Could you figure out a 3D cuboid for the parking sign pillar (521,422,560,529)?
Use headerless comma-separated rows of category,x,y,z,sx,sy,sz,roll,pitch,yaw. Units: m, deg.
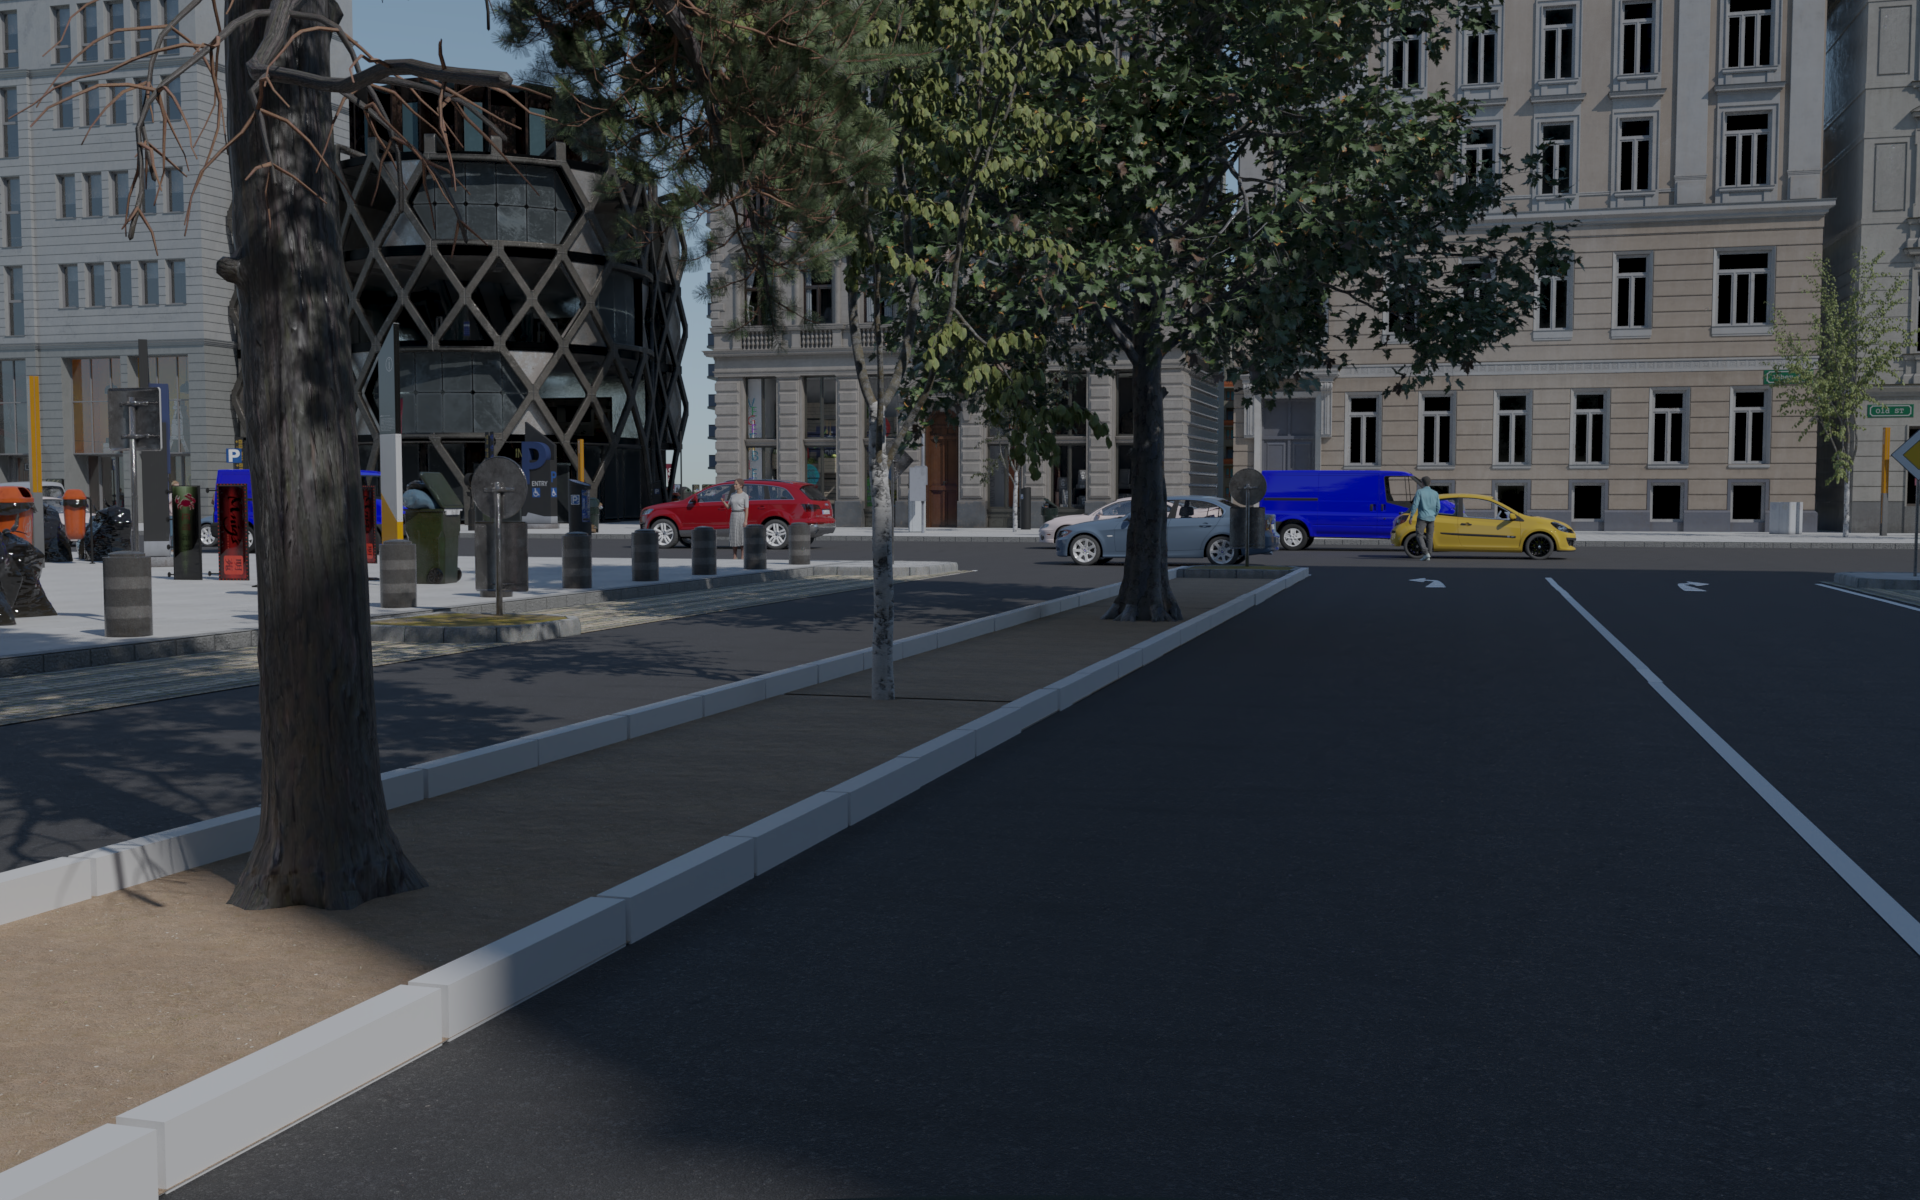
parking sign pillar,-15.604,-4.632,64.201,1.447,3.967,1.447,1,4,22

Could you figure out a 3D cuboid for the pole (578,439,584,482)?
pole,-14.128,-4.327,64.584,0.158,3.312,0.155,0,3,0

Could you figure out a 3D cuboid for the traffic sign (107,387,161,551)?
traffic sign,-7.945,-0.890,16.680,0.606,2.300,0.079,1,4,17

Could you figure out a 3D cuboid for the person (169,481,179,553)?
person,-18.558,-1.921,40.575,0.598,1.740,0.731,0,4,-5

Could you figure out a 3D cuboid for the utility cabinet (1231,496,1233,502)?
utility cabinet,17.940,-6.239,110.679,1.173,1.500,0.318,2,4,31

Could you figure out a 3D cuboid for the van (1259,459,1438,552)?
van,10.238,-2.426,44.055,5.245,2.365,2.240,1,4,17

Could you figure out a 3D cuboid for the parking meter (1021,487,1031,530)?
parking meter,2.373,-3.300,62.364,0.372,1.533,0.369,0,3,0

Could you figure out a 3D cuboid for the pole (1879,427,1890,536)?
pole,28.317,-3.620,53.023,0.158,3.312,0.155,0,3,0

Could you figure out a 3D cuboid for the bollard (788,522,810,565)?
bollard,-2.925,-1.029,31.546,0.404,0.777,0.398,0,3,0

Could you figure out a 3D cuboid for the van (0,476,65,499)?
van,-32.177,-3.143,58.402,4.112,2.044,2.013,1,4,16

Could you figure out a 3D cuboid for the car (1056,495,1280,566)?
car,4.164,-1.405,34.967,4.499,1.417,2.014,1,4,17

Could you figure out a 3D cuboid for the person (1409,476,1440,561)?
person,10.065,-1.766,37.401,0.660,1.820,0.620,-1,4,-18

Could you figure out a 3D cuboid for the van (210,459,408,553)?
van,-15.505,-2.320,42.322,5.245,2.365,2.240,1,4,15

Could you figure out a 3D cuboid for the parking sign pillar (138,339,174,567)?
parking sign pillar,-14.345,-2.593,30.866,1.447,3.967,1.447,-2,4,-24

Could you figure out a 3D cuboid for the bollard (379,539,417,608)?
bollard,-6.367,-0.300,19.622,0.404,0.777,0.398,0,3,0

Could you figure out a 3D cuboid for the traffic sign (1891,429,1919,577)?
traffic sign,14.859,-1.422,26.889,0.795,2.450,0.064,1,4,16

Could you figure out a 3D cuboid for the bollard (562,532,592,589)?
bollard,-5.219,-0.543,23.597,0.404,0.777,0.398,0,3,0

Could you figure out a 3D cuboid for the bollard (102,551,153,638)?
bollard,-7.516,-0.057,15.646,0.404,0.777,0.398,0,3,0

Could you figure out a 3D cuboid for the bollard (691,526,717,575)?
bollard,-4.073,-0.786,27.568,0.404,0.777,0.398,0,3,0

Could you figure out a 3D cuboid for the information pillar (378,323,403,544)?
information pillar,-7.875,-1.996,23.984,0.183,3.616,0.504,-3,5,-44

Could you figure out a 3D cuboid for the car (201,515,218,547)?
car,-18.750,-2.165,47.395,4.499,1.417,2.014,1,4,14

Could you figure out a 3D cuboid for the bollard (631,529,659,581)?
bollard,-4.650,-0.665,25.586,0.404,0.777,0.398,0,3,0

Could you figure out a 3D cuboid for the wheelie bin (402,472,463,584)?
wheelie bin,-7.585,-1.036,24.846,0.693,1.594,0.980,1,4,9

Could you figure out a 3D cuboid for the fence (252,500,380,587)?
fence,-9.181,-0.831,24.789,0.480,1.192,2.264,1,4,17

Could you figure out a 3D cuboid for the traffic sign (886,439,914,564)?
traffic sign,-1.224,-1.706,31.538,0.795,2.450,0.064,1,4,16

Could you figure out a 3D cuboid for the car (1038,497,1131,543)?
car,4.434,-2.005,45.137,4.827,1.381,2.083,1,4,16

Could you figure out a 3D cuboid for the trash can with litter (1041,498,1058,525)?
trash can with litter,3.043,-2.618,54.197,1.055,1.170,0.624,0,4,6

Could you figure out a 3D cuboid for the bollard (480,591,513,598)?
bollard,-5.790,-0.422,21.610,0.404,0.777,0.398,0,3,0

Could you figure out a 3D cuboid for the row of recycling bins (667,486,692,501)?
row of recycling bins,-16.203,-5.267,93.230,3.534,1.692,1.069,-1,4,-20

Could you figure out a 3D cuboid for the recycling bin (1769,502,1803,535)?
recycling bin,26.365,-2.613,55.282,0.722,1.027,0.722,-2,4,-32

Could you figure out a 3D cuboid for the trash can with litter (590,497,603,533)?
trash can with litter,-12.054,-2.784,56.905,0.624,1.170,1.055,-1,4,-12

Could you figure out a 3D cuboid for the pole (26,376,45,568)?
pole,-16.017,-2.212,30.006,0.158,3.312,0.155,0,3,0

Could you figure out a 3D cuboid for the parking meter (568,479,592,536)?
parking meter,-6.311,-1.246,28.782,0.372,1.533,0.369,0,3,0

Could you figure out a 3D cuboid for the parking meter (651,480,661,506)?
parking meter,-13.063,-4.201,74.390,0.399,1.863,0.255,-2,4,-26

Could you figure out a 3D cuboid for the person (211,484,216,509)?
person,-22.721,-2.736,53.214,0.573,1.828,0.580,-3,4,-36

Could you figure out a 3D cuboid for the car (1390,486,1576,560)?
car,11.675,-1.743,38.717,3.980,1.641,2.015,1,4,15

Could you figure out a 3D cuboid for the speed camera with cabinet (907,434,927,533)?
speed camera with cabinet,-1.434,-3.871,57.619,0.660,3.252,2.038,0,4,-2

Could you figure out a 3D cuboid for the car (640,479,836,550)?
car,-5.942,-2.276,45.893,5.304,1.827,2.281,1,4,15

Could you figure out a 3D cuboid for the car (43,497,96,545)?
car,-25.512,-2.191,48.181,4.827,1.381,2.083,1,4,18

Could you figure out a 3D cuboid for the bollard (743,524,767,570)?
bollard,-3.497,-0.908,29.556,0.404,0.777,0.398,0,3,0

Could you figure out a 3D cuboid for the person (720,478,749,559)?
person,-4.585,-1.609,35.379,0.480,1.755,0.524,1,4,21
